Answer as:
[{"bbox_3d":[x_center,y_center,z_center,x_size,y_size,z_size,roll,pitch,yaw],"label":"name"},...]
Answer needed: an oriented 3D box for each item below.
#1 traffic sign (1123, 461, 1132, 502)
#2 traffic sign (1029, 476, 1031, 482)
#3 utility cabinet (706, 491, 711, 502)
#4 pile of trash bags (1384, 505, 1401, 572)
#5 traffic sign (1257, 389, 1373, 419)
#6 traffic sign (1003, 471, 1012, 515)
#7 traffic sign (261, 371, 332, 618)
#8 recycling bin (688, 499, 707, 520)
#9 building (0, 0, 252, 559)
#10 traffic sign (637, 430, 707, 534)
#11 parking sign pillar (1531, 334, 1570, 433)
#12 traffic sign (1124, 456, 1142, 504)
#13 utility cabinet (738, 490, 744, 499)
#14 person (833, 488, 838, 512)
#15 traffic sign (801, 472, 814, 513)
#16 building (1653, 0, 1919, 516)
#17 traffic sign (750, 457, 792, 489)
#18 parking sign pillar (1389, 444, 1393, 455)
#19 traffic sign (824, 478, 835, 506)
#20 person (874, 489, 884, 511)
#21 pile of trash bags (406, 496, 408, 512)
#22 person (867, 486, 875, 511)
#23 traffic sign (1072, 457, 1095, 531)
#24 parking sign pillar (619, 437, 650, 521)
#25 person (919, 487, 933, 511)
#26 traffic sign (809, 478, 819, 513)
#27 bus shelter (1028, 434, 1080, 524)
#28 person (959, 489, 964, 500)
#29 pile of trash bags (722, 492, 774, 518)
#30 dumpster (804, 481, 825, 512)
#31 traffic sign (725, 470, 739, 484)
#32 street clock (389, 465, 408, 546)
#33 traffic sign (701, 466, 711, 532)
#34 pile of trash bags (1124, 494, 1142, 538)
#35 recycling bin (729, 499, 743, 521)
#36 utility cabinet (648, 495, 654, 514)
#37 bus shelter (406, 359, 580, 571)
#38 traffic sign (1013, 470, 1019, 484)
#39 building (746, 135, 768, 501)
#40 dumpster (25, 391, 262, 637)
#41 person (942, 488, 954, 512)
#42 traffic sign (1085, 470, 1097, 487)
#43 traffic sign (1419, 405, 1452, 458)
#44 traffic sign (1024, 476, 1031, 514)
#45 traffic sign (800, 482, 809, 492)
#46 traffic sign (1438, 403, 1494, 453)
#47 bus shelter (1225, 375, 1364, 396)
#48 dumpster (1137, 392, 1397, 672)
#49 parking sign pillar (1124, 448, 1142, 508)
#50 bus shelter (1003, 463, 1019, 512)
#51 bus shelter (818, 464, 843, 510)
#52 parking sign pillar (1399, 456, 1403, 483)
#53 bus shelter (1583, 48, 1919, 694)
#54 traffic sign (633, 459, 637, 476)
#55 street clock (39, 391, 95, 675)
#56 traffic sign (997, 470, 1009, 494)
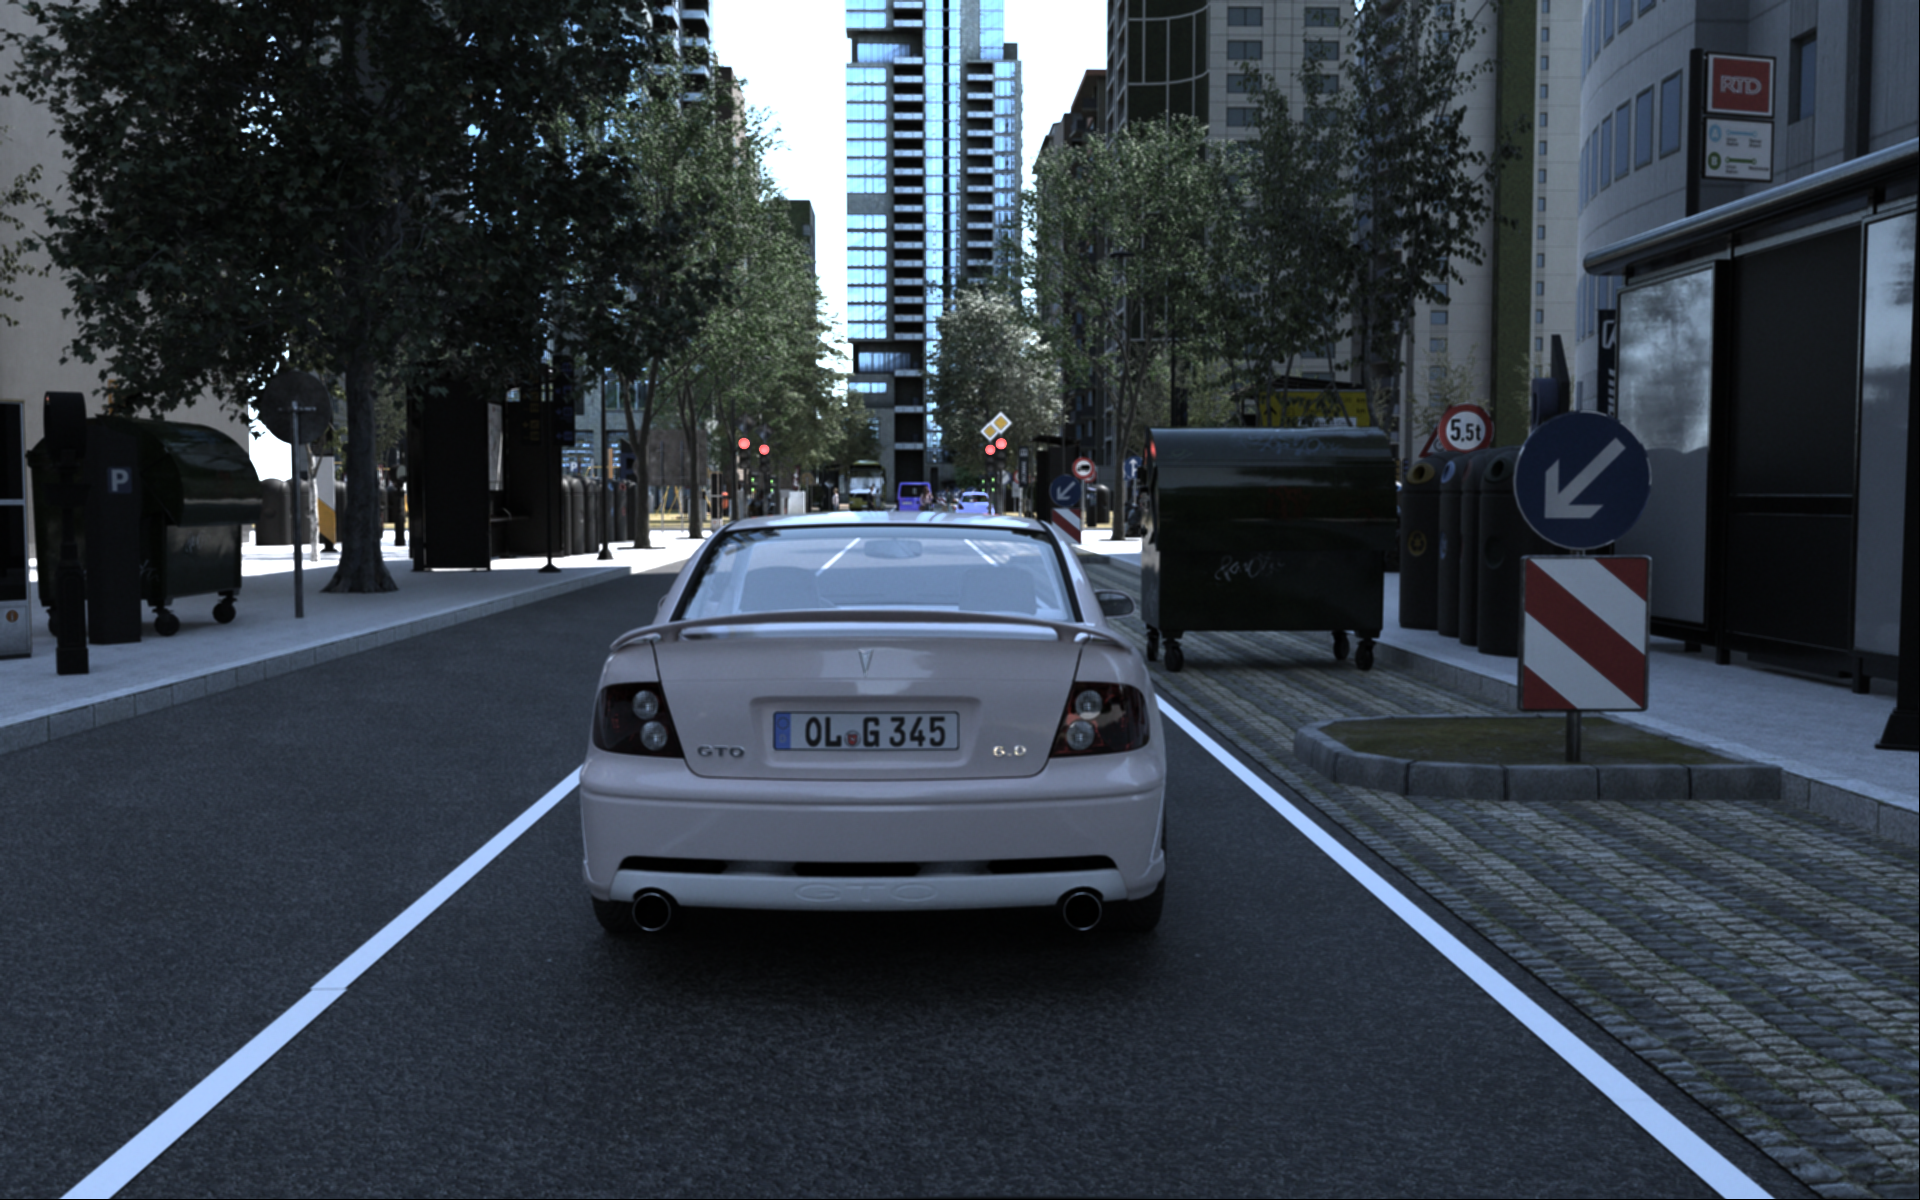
[{"bbox_3d":[6.317,-4.026,65.923,0.768,2.556,0.104,0,4,5],"label":"traffic sign"},{"bbox_3d":[4.848,-7.293,119.339,0.768,2.556,0.104,0,4,7],"label":"traffic sign"},{"bbox_3d":[-16.050,-6.315,111.933,0.318,1.500,1.173,-2,4,-32],"label":"utility cabinet"},{"bbox_3d":[6.819,-1.136,28.330,1.912,1.369,3.447,-1,4,-14],"label":"pile of trash bags"},{"bbox_3d":[6.881,-2.437,33.719,2.265,3.308,0.079,0,4,-1],"label":"traffic sign"},{"bbox_3d":[2.429,-5.736,93.887,0.768,2.556,0.104,0,4,6],"label":"traffic sign"},{"bbox_3d":[-6.856,-1.088,17.894,0.768,2.556,0.104,0,4,6],"label":"traffic sign"},{"bbox_3d":[-12.850,-4.415,84.733,0.722,1.027,0.722,-2,4,-29],"label":"recycling bin"},{"bbox_3d":[-30.346,-15.011,38.938,24.014,27.812,14.314,0,4,-2],"label":"building"},{"bbox_3d":[-9.144,-3.738,54.987,2.265,3.308,0.079,0,4,5],"label":"traffic sign"},{"bbox_3d":[9.796,-2.463,28.747,1.447,3.967,1.447,1,4,12],"label":"parking sign pillar"},{"bbox_3d":[5.863,-3.544,58.046,0.768,2.556,0.104,0,4,6],"label":"traffic sign"},{"bbox_3d":[-11.980,-5.242,94.390,0.318,1.500,1.173,-1,4,-14],"label":"utility cabinet"},{"bbox_3d":[-6.366,-4.948,90.066,0.598,1.740,0.731,-2,4,-24],"label":"person"},{"bbox_3d":[-8.746,-6.061,99.208,0.768,2.556,0.104,0,4,3],"label":"traffic sign"},{"bbox_3d":[23.965,-30.031,33.001,21.231,58.520,28.212,0,4,-2],"label":"building"},{"bbox_3d":[-10.263,-6.135,94.176,2.265,3.308,0.079,0,4,1],"label":"traffic sign"},{"bbox_3d":[22.460,-6.379,92.761,1.447,3.967,1.447,1,4,10],"label":"parking sign pillar"},{"bbox_3d":[-9.270,-7.472,123.345,0.795,2.450,0.064,0,4,4],"label":"traffic sign"},{"bbox_3d":[-5.752,-7.011,123.495,0.716,1.782,0.532,0,4,1],"label":"person"},{"bbox_3d":[-39.923,-6.846,121.687,3.447,1.369,1.912,2,4,32],"label":"pile of trash bags"},{"bbox_3d":[-4.752,-5.223,93.672,0.755,1.850,0.659,2,4,30],"label":"person"},{"bbox_3d":[4.227,-3.623,59.338,0.768,2.556,0.104,0,4,1],"label":"traffic sign"},{"bbox_3d":[-15.434,-5.714,81.898,1.447,3.967,1.447,1,4,8],"label":"parking sign pillar"},{"bbox_3d":[-1.532,-3.967,73.947,0.593,1.750,0.643,-2,4,-33],"label":"person"},{"bbox_3d":[-9.234,-6.590,107.747,0.884,2.594,0.081,0,4,0],"label":"traffic sign"},{"bbox_3d":[3.863,-4.892,71.262,1.731,3.624,6.357,0,4,-2],"label":"bus shelter"},{"bbox_3d":[0.212,-6.601,116.849,0.576,1.772,0.534,0,4,-5],"label":"person"},{"bbox_3d":[-10.805,-4.732,87.117,3.447,1.369,1.912,-1,4,-23],"label":"pile of trash bags"},{"bbox_3d":[-10.514,-7.501,125.130,1.502,2.255,1.985,0,4,-2],"label":"dumpster"},{"bbox_3d":[-12.000,-5.574,91.234,0.768,2.556,0.104,0,4,4],"label":"traffic sign"},{"bbox_3d":[-13.786,-2.325,42.580,0.358,2.002,0.471,1,4,19],"label":"street clock"},{"bbox_3d":[-8.765,-3.592,58.732,0.884,2.594,0.081,0,4,-1],"label":"traffic sign"},{"bbox_3d":[5.688,-2.601,52.280,1.912,1.369,3.447,0,4,3],"label":"pile of trash bags"},{"bbox_3d":[-10.554,-4.263,82.248,0.722,1.027,0.722,-1,4,-17],"label":"recycling bin"},{"bbox_3d":[-20.726,-6.322,114.519,1.020,1.237,0.306,2,4,28],"label":"utility cabinet"},{"bbox_3d":[-8.412,-2.476,31.767,1.731,3.624,6.357,0,4,-2],"label":"bus shelter"},{"bbox_3d":[3.085,-5.388,88.199,0.768,2.556,0.104,0,4,0],"label":"traffic sign"},{"bbox_3d":[-30.169,-31.522,198.974,14.086,41.232,14.154,0,4,-2],"label":"building"},{"bbox_3d":[-7.671,-0.844,16.296,1.502,2.255,1.985,0,4,-2],"label":"dumpster"},{"bbox_3d":[-0.777,-6.173,109.410,0.713,1.824,0.794,1,4,23],"label":"person"},{"bbox_3d":[5.929,-4.886,79.996,0.768,2.556,0.104,0,4,7],"label":"traffic sign"},{"bbox_3d":[7.125,-1.546,25.279,0.884,2.594,0.081,0,4,1],"label":"traffic sign"},{"bbox_3d":[4.129,-6.762,110.657,0.768,2.556,0.104,0,4,5],"label":"traffic sign"},{"bbox_3d":[-11.458,-7.810,127.693,0.884,2.594,0.081,0,4,3],"label":"traffic sign"},{"bbox_3d":[7.093,-1.484,24.378,0.768,2.556,0.104,0,4,5],"label":"traffic sign"},{"bbox_3d":[7.121,-2.820,37.383,1.731,3.624,6.357,0,4,-1],"label":"bus shelter"},{"bbox_3d":[2.473,-0.573,14.324,1.985,2.255,1.502,0,4,-2],"label":"dumpster"},{"bbox_3d":[9.889,-6.648,97.168,1.447,3.967,1.447,1,4,20],"label":"parking sign pillar"},{"bbox_3d":[3.361,-8.150,124.541,1.731,3.624,6.357,0,4,-2],"label":"bus shelter"},{"bbox_3d":[-10.336,-9.031,138.941,1.731,3.624,6.357,0,4,-2],"label":"bus shelter"},{"bbox_3d":[30.961,-8.199,122.533,1.447,3.967,1.447,2,4,29],"label":"parking sign pillar"},{"bbox_3d":[6.481,-2.185,13.361,2.179,5.291,8.768,0,4,-2],"label":"bus shelter"},{"bbox_3d":[-10.609,-3.547,58.099,0.768,2.556,0.104,0,4,8],"label":"traffic sign"},{"bbox_3d":[-6.344,-0.474,12.322,0.358,2.002,0.471,-2,4,-33],"label":"street clock"},{"bbox_3d":[2.237,-5.622,92.029,0.768,2.556,0.104,0,4,4],"label":"traffic sign"}]
